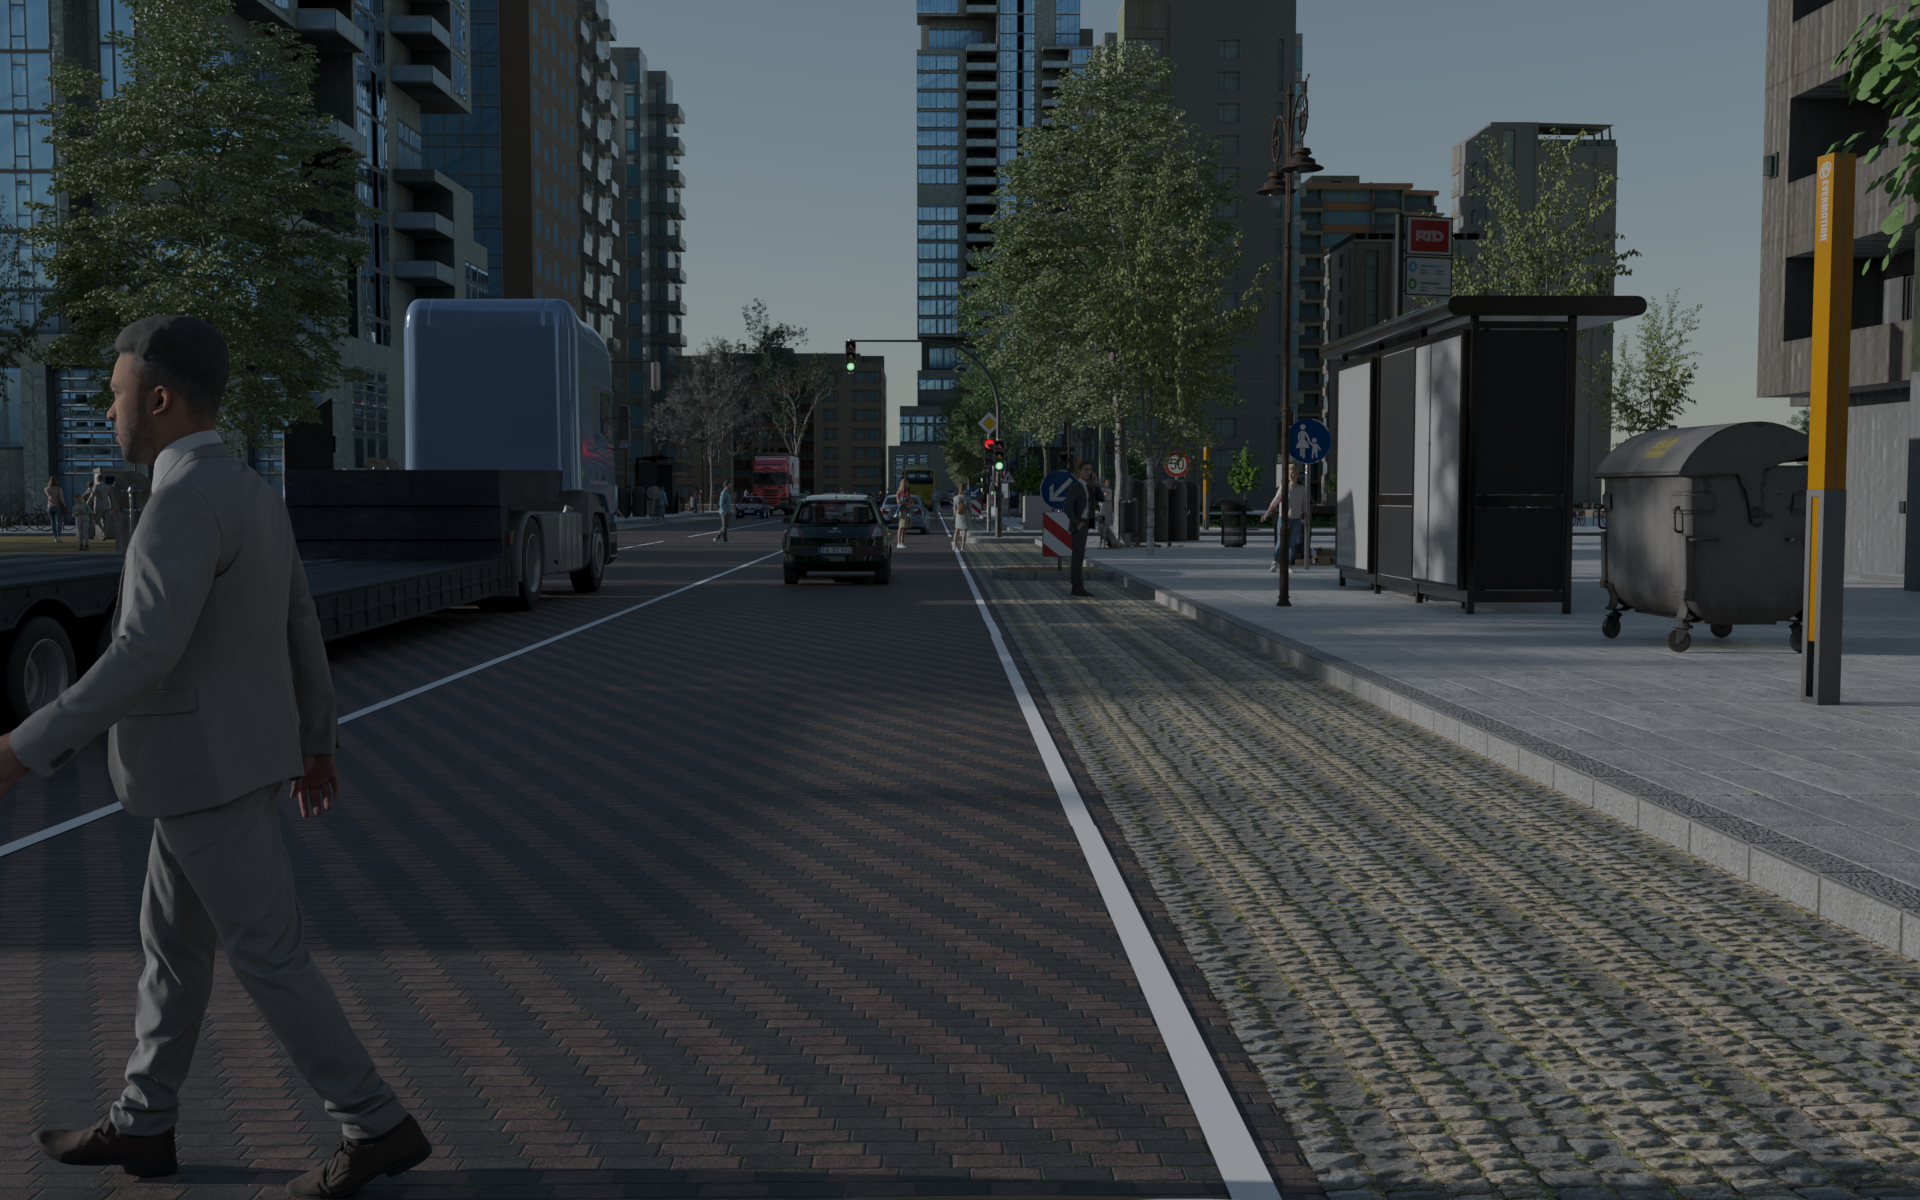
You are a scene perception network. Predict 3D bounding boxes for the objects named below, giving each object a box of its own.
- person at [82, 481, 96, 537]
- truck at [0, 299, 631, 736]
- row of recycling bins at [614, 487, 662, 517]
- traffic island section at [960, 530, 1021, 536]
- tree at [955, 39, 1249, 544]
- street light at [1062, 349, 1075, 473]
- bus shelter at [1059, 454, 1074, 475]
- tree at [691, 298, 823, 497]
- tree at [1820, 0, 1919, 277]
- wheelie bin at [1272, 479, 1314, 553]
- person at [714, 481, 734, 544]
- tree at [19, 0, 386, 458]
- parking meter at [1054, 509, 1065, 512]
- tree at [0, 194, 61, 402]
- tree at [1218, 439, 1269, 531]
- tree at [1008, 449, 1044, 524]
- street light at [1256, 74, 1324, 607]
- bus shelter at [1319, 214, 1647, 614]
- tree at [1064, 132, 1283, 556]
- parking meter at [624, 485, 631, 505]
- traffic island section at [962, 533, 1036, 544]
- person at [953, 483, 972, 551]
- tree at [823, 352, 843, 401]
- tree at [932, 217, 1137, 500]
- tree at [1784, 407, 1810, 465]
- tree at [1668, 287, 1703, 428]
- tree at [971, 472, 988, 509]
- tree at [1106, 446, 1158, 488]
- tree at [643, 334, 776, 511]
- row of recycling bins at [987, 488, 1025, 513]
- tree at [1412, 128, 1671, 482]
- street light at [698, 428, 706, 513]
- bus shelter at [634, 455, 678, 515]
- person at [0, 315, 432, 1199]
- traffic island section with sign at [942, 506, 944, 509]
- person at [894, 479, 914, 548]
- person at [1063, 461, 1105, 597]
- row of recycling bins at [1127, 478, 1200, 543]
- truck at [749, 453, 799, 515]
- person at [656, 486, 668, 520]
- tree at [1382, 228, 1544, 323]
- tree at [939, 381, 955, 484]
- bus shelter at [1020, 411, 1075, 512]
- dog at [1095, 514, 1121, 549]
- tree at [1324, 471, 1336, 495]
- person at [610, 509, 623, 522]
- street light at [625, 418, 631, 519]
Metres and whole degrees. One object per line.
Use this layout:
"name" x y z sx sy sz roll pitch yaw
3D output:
"person" -27.268 -2.805 54.333 0.622 1.834 0.822 2 4 23
"truck" -6.414 -1.735 18.134 2.967 4.110 18.799 0 4 -1
"row of recycling bins" -18.483 -5.533 97.579 3.534 1.692 1.069 0 4 -3
"traffic island section" 1.018 -2.261 59.247 2.009 0.180 2.903 0 4 -1
"tree" 3.753 -7.714 44.245 7.486 12.596 7.792 0 3 0
"street light" 3.179 -4.747 50.394 0.468 5.910 1.993 0 4 -1
"bus shelter" 5.457 -6.557 98.485 1.731 3.624 6.357 0 4 -1
"tree" -20.440 -19.217 170.085 12.611 20.169 13.585 0 3 0
"tree" 4.890 -1.368 6.082 4.285 4.588 4.351 0 3 0
"wheelie bin" 6.820 -1.693 35.584 0.693 1.594 0.980 -2 4 -28
"person" -6.818 -2.534 49.955 0.620 1.820 0.660 0 4 0
"tree" -16.783 -7.367 38.574 7.486 12.596 7.792 0 3 0
"parking meter" 3.438 -3.283 59.388 0.399 1.863 0.255 -2 4 -31
"tree" -23.851 -5.592 41.798 4.360 8.622 3.978 0 3 0
"tree" 10.125 -4.072 61.185 1.663 3.219 1.824 0 3 0
"tree" 3.171 -4.905 74.790 1.663 3.219 1.824 0 3 0
"street light" 3.707 -2.866 19.650 0.468 5.910 1.993 0 4 -1
"bus shelter" 6.116 -2.750 22.596 2.179 5.291 8.768 0 4 -1
"tree" 4.131 -5.212 35.575 4.737 8.622 4.395 0 3 0
"parking meter" -21.066 -6.362 109.722 0.399 1.863 0.255 2 4 31
"traffic island section" 1.155 -1.773 51.263 2.009 0.180 2.903 0 4 -1
"person" 0.054 -2.110 44.000 0.512 1.701 0.522 0 4 5
"tree" -21.304 -21.633 209.590 12.611 20.169 13.585 0 3 0
"tree" 3.177 -8.526 65.152 9.928 11.665 9.643 0 3 0
"tree" 53.087 -8.268 98.091 11.467 7.101 20.602 -1 4 -10
"tree" 24.772 -6.851 62.383 4.737 8.622 4.395 0 3 0
"tree" 1.441 -9.583 151.283 1.663 3.219 1.824 0 3 0
"tree" 11.374 -8.040 115.174 4.285 4.588 4.351 0 3 0
"tree" -18.860 -13.567 132.189 12.009 13.543 11.850 0 3 0
"row of recycling bins" 3.138 -6.769 117.782 1.069 1.692 3.534 -3 5 -42
"tree" 11.227 -5.134 34.309 4.737 8.622 4.395 0 3 0
"street light" -17.726 -8.960 119.278 0.468 5.910 1.993 0 4 -1
"bus shelter" -18.516 -7.008 105.862 1.731 3.624 6.357 0 4 -1
"person" -1.523 0.320 3.542 0.850 1.792 0.678 0 4 -6
"traffic island section with sign" -0.721 -9.343 161.386 1.989 1.847 2.006 0 4 -1
"person" -1.494 -2.310 46.250 0.573 1.828 0.580 -1 4 -18
"person" 1.758 -1.007 24.321 0.474 1.900 0.648 1 4 22
"row of recycling bins" 5.433 -2.437 46.955 1.069 1.692 3.534 3 4 38
"truck" -12.721 -8.005 119.800 2.839 4.237 11.283 0 4 -1
"person" -15.333 -4.925 88.883 0.748 1.841 0.638 -2 4 -34
"tree" 13.787 -5.951 47.663 4.360 8.622 3.978 0 3 0
"tree" 2.215 -13.230 134.445 7.486 12.596 7.792 0 3 0
"bus shelter" 3.966 -6.305 80.723 2.179 5.291 8.768 0 4 -1
"dog" 3.540 -1.582 40.245 0.800 0.831 0.513 1 4 11
"tree" 26.981 -7.948 124.543 1.663 3.219 1.824 0 3 0
"person" -9.175 -2.207 45.260 0.731 1.740 0.598 0 4 -6
"street light" -17.246 -7.129 89.341 0.468 5.910 1.993 0 4 -1
